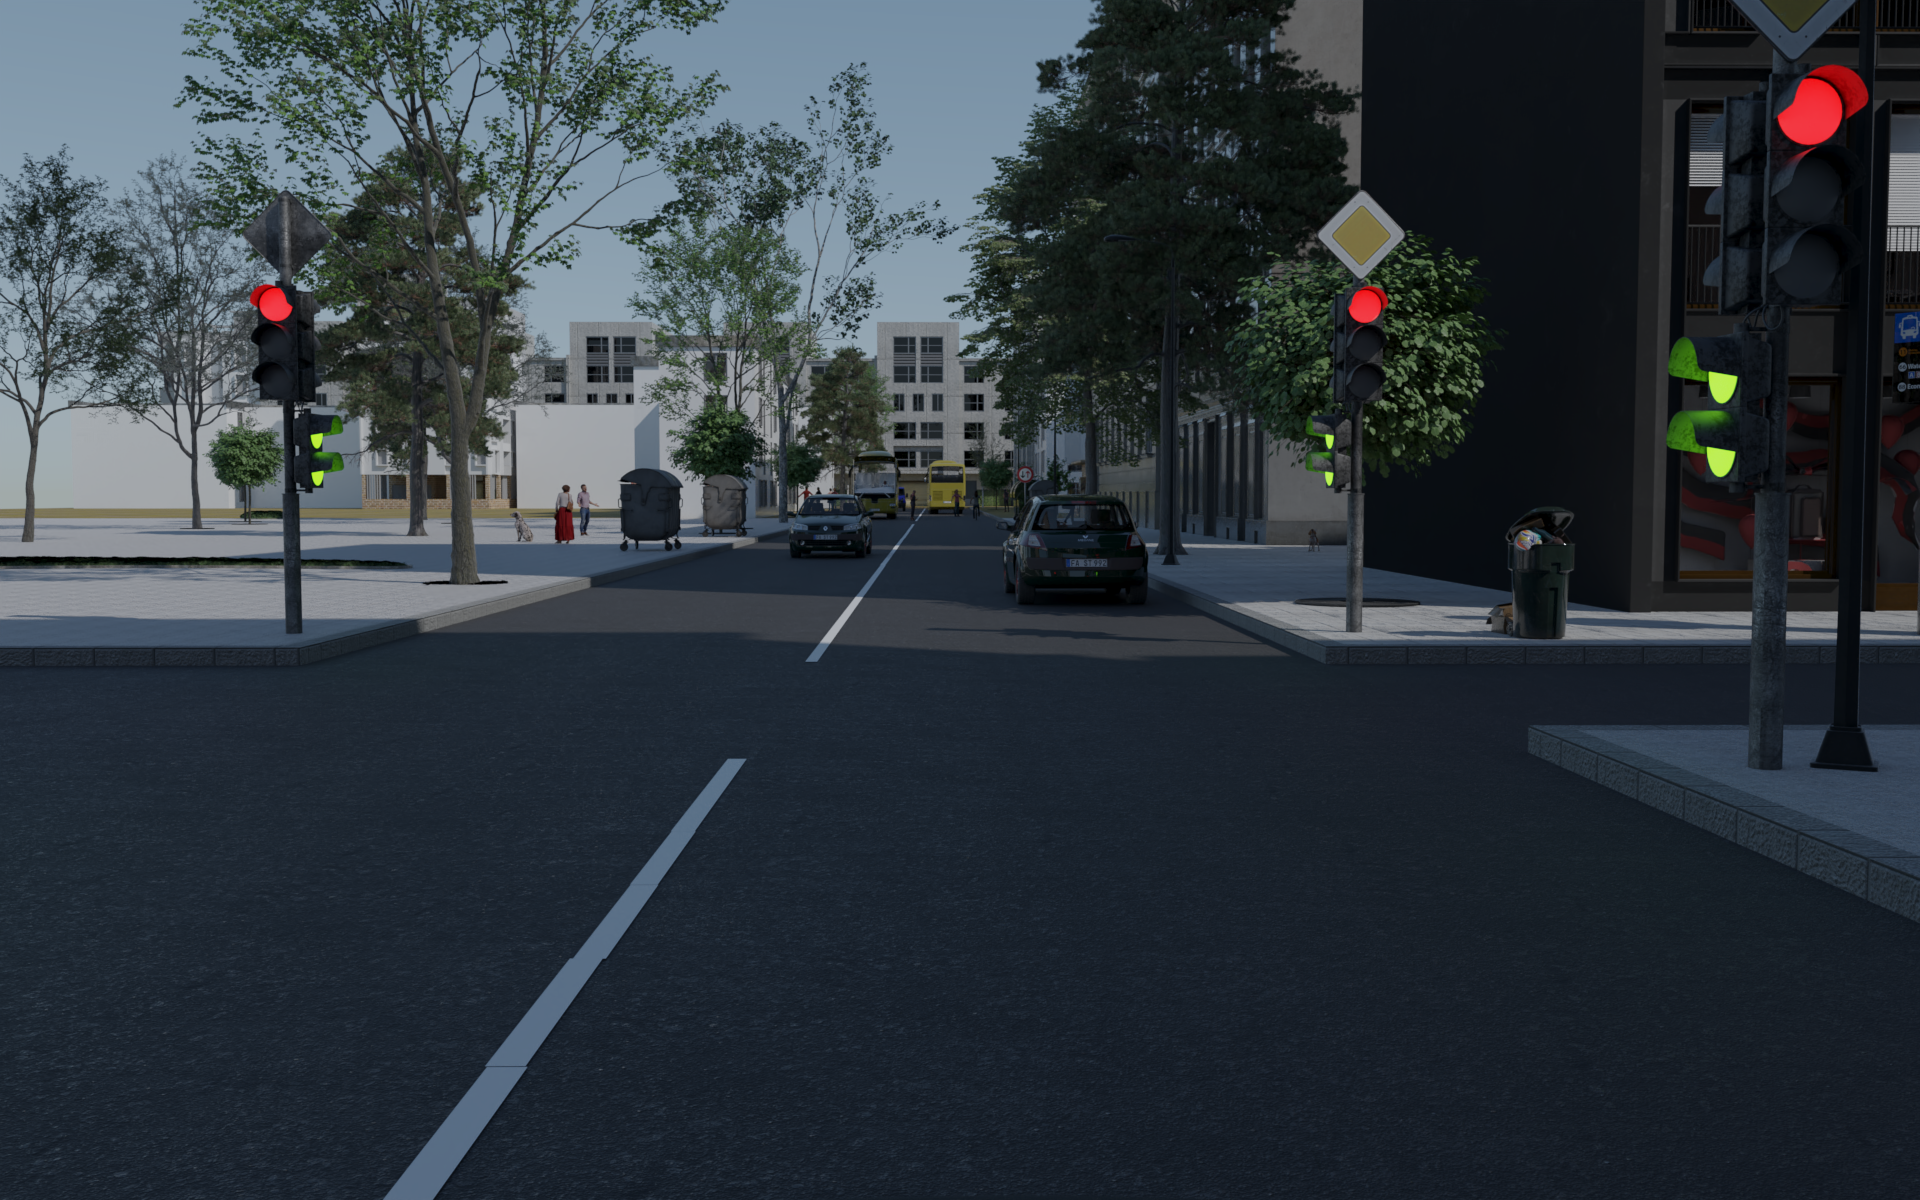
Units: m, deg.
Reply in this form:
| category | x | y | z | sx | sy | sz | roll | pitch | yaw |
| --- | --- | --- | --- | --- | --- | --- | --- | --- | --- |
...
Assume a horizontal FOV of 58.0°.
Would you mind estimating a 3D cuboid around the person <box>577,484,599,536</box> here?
| category | x | y | z | sx | sy | sz | roll | pitch | yaw |
| --- | --- | --- | --- | --- | --- | --- | --- | --- | --- |
| person | -11.471 | -2.750 | 52.962 | 0.435 | 1.587 | 0.963 | 2 | 4 | 24 |

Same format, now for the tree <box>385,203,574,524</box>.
| category | x | y | z | sx | sy | sz | roll | pitch | yaw |
| --- | --- | --- | --- | --- | --- | --- | --- | --- | --- |
| tree | -21.910 | -10.022 | 74.232 | 12.009 | 13.543 | 11.850 | 0 | 3 | 0 |

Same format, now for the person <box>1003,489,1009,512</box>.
| category | x | y | z | sx | sy | sz | roll | pitch | yaw |
| --- | --- | --- | --- | --- | --- | --- | --- | --- | --- |
| person | 3.260 | -7.025 | 122.367 | 0.415 | 1.643 | 0.593 | 2 | 4 | 24 |

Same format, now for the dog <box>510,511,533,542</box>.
| category | x | y | z | sx | sy | sz | roll | pitch | yaw |
| --- | --- | --- | --- | --- | --- | --- | --- | --- | --- |
| dog | -11.715 | -1.968 | 46.556 | 0.513 | 0.831 | 0.800 | -2 | 4 | -33 |

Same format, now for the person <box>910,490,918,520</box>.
| category | x | y | z | sx | sy | sz | roll | pitch | yaw |
| --- | --- | --- | --- | --- | --- | --- | --- | --- | --- |
| person | -2.517 | -5.166 | 94.426 | 0.415 | 1.643 | 0.593 | -1 | 4 | -8 |

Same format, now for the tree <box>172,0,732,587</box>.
| category | x | y | z | sx | sy | sz | roll | pitch | yaw |
| --- | --- | --- | --- | --- | --- | --- | --- | --- | --- |
| tree | -7.008 | -6.036 | 24.452 | 9.928 | 11.665 | 9.643 | 0 | 3 | 0 |

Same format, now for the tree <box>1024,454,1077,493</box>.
| category | x | y | z | sx | sy | sz | roll | pitch | yaw |
| --- | --- | --- | --- | --- | --- | --- | --- | --- | --- |
| tree | 4.100 | -4.980 | 76.029 | 1.663 | 3.219 | 1.824 | 0 | 3 | 0 |

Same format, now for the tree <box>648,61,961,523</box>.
| category | x | y | z | sx | sy | sz | roll | pitch | yaw |
| --- | --- | --- | --- | --- | --- | --- | --- | --- | --- |
| tree | -6.856 | -13.463 | 76.013 | 12.611 | 20.169 | 13.585 | 0 | 3 | 0 |

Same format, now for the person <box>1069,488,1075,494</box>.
| category | x | y | z | sx | sy | sz | roll | pitch | yaw |
| --- | --- | --- | --- | --- | --- | --- | --- | --- | --- |
| person | 4.322 | -3.615 | 67.682 | 0.613 | 1.512 | 0.480 | -3 | 4 | -37 |

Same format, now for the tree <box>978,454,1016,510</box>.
| category | x | y | z | sx | sy | sz | roll | pitch | yaw |
| --- | --- | --- | --- | --- | --- | --- | --- | --- | --- |
| tree | 2.900 | -9.589 | 140.486 | 4.285 | 4.588 | 4.351 | 0 | 3 | 0 |

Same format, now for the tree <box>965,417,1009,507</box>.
| category | x | y | z | sx | sy | sz | roll | pitch | yaw |
| --- | --- | --- | --- | --- | --- | --- | --- | --- | --- |
| tree | 2.323 | -13.184 | 165.924 | 4.360 | 8.622 | 3.978 | 0 | 3 | 0 |

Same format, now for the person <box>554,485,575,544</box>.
| category | x | y | z | sx | sy | sz | roll | pitch | yaw |
| --- | --- | --- | --- | --- | --- | --- | --- | --- | --- |
| person | -10.243 | -2.220 | 44.799 | 0.523 | 1.526 | 0.387 | -1 | 4 | -15 |

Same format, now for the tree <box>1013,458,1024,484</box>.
| category | x | y | z | sx | sy | sz | roll | pitch | yaw |
| --- | --- | --- | --- | --- | --- | --- | --- | --- | --- |
| tree | 3.348 | -6.042 | 93.388 | 1.663 | 3.219 | 1.824 | 0 | 3 | 0 |

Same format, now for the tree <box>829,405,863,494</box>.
| category | x | y | z | sx | sy | sz | roll | pitch | yaw |
| --- | --- | --- | --- | --- | --- | --- | --- | --- | --- |
| tree | -9.336 | -11.616 | 140.290 | 4.360 | 8.622 | 3.978 | 0 | 3 | 0 |

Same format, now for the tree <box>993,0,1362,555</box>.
| category | x | y | z | sx | sy | sz | roll | pitch | yaw |
| --- | --- | --- | --- | --- | --- | --- | --- | --- | --- |
| tree | 4.653 | -7.898 | 36.553 | 7.806 | 13.903 | 7.818 | 0 | 3 | 0 |

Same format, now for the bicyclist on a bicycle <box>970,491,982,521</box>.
| category | x | y | z | sx | sy | sz | roll | pitch | yaw |
| --- | --- | --- | --- | --- | --- | --- | --- | --- | --- |
| bicyclist on a bicycle | 0.880 | -5.143 | 94.113 | 1.499 | 1.676 | 1.625 | 0 | 4 | 0 |

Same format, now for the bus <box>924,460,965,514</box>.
| category | x | y | z | sx | sy | sz | roll | pitch | yaw |
| --- | --- | --- | --- | --- | --- | --- | --- | --- | --- |
| bus | -1.086 | -8.219 | 125.927 | 2.896 | 3.916 | 12.252 | 0 | 4 | -2 |

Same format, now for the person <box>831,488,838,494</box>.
| category | x | y | z | sx | sy | sz | roll | pitch | yaw |
| --- | --- | --- | --- | --- | --- | --- | --- | --- | --- |
| person | -9.220 | -7.320 | 126.442 | 1.217 | 1.743 | 0.721 | 2 | 4 | 29 |

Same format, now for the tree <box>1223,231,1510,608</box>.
| category | x | y | z | sx | sy | sz | roll | pitch | yaw |
| --- | --- | --- | --- | --- | --- | --- | --- | --- | --- |
| tree | 4.719 | -2.229 | 20.163 | 4.285 | 4.588 | 4.351 | 0 | 3 | 0 |

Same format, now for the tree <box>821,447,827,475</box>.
| category | x | y | z | sx | sy | sz | roll | pitch | yaw |
| --- | --- | --- | --- | --- | --- | --- | --- | --- | --- |
| tree | -8.895 | -6.731 | 93.762 | 4.285 | 4.588 | 4.351 | 0 | 3 | 0 |

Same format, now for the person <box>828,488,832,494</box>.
| category | x | y | z | sx | sy | sz | roll | pitch | yaw |
| --- | --- | --- | --- | --- | --- | --- | --- | --- | --- |
| person | -9.931 | -7.672 | 132.188 | 1.217 | 1.736 | 0.721 | -3 | 5 | -41 |

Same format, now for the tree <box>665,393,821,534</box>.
| category | x | y | z | sx | sy | sz | roll | pitch | yaw |
| --- | --- | --- | --- | --- | --- | --- | --- | --- | --- |
| tree | -7.628 | -4.397 | 55.605 | 4.285 | 4.588 | 4.351 | 0 | 3 | 0 |

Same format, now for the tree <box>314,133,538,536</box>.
| category | x | y | z | sx | sy | sz | roll | pitch | yaw |
| --- | --- | --- | --- | --- | --- | --- | --- | --- | --- |
| tree | -16.556 | -7.983 | 52.571 | 6.751 | 12.117 | 7.091 | 0 | 3 | 0 |

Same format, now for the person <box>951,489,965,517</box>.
| category | x | y | z | sx | sy | sz | roll | pitch | yaw |
| --- | --- | --- | --- | --- | --- | --- | --- | --- | --- |
| person | -0.142 | -6.172 | 110.127 | 1.217 | 1.743 | 0.721 | -3 | 5 | -43 |

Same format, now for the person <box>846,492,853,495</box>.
| category | x | y | z | sx | sy | sz | roll | pitch | yaw |
| --- | --- | --- | --- | --- | --- | --- | --- | --- | --- |
| person | -10.269 | -9.447 | 160.133 | 0.705 | 1.869 | 1.348 | 0 | 4 | 2 |

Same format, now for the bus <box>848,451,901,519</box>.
| category | x | y | z | sx | sy | sz | roll | pitch | yaw |
| --- | --- | --- | --- | --- | --- | --- | --- | --- | --- |
| bus | -4.917 | -6.767 | 102.191 | 2.896 | 3.916 | 12.252 | 0 | 4 | -2 |

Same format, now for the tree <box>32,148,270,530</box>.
| category | x | y | z | sx | sy | sz | roll | pitch | yaw |
| --- | --- | --- | --- | --- | --- | --- | --- | --- | --- |
| tree | -27.975 | -9.320 | 62.745 | 12.009 | 13.543 | 11.850 | 0 | 3 | 0 |

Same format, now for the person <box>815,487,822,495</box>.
| category | x | y | z | sx | sy | sz | roll | pitch | yaw |
| --- | --- | --- | --- | --- | --- | --- | --- | --- | --- |
| person | -10.532 | -7.485 | 128.429 | 0.705 | 1.822 | 1.348 | 2 | 4 | 33 |

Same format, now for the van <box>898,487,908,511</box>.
| category | x | y | z | sx | sy | sz | roll | pitch | yaw |
| --- | --- | --- | --- | --- | --- | --- | --- | --- | --- |
| van | -5.481 | -8.584 | 144.737 | 2.240 | 2.365 | 5.245 | 0 | 4 | -2 |

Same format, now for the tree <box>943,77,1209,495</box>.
| category | x | y | z | sx | sy | sz | roll | pitch | yaw |
| --- | --- | --- | --- | --- | --- | --- | --- | --- | --- |
| tree | 3.256 | -7.948 | 48.072 | 7.486 | 12.596 | 7.792 | 0 | 3 | 0 |

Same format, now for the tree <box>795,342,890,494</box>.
| category | x | y | z | sx | sy | sz | roll | pitch | yaw |
| --- | --- | --- | --- | --- | --- | --- | --- | --- | --- |
| tree | -8.403 | -12.351 | 123.993 | 6.751 | 12.117 | 7.091 | 0 | 3 | 0 |

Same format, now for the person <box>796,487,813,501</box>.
| category | x | y | z | sx | sy | sz | roll | pitch | yaw |
| --- | --- | --- | --- | --- | --- | --- | --- | --- | --- |
| person | -10.214 | -6.673 | 115.104 | 1.348 | 1.831 | 0.705 | -1 | 4 | -21 |
